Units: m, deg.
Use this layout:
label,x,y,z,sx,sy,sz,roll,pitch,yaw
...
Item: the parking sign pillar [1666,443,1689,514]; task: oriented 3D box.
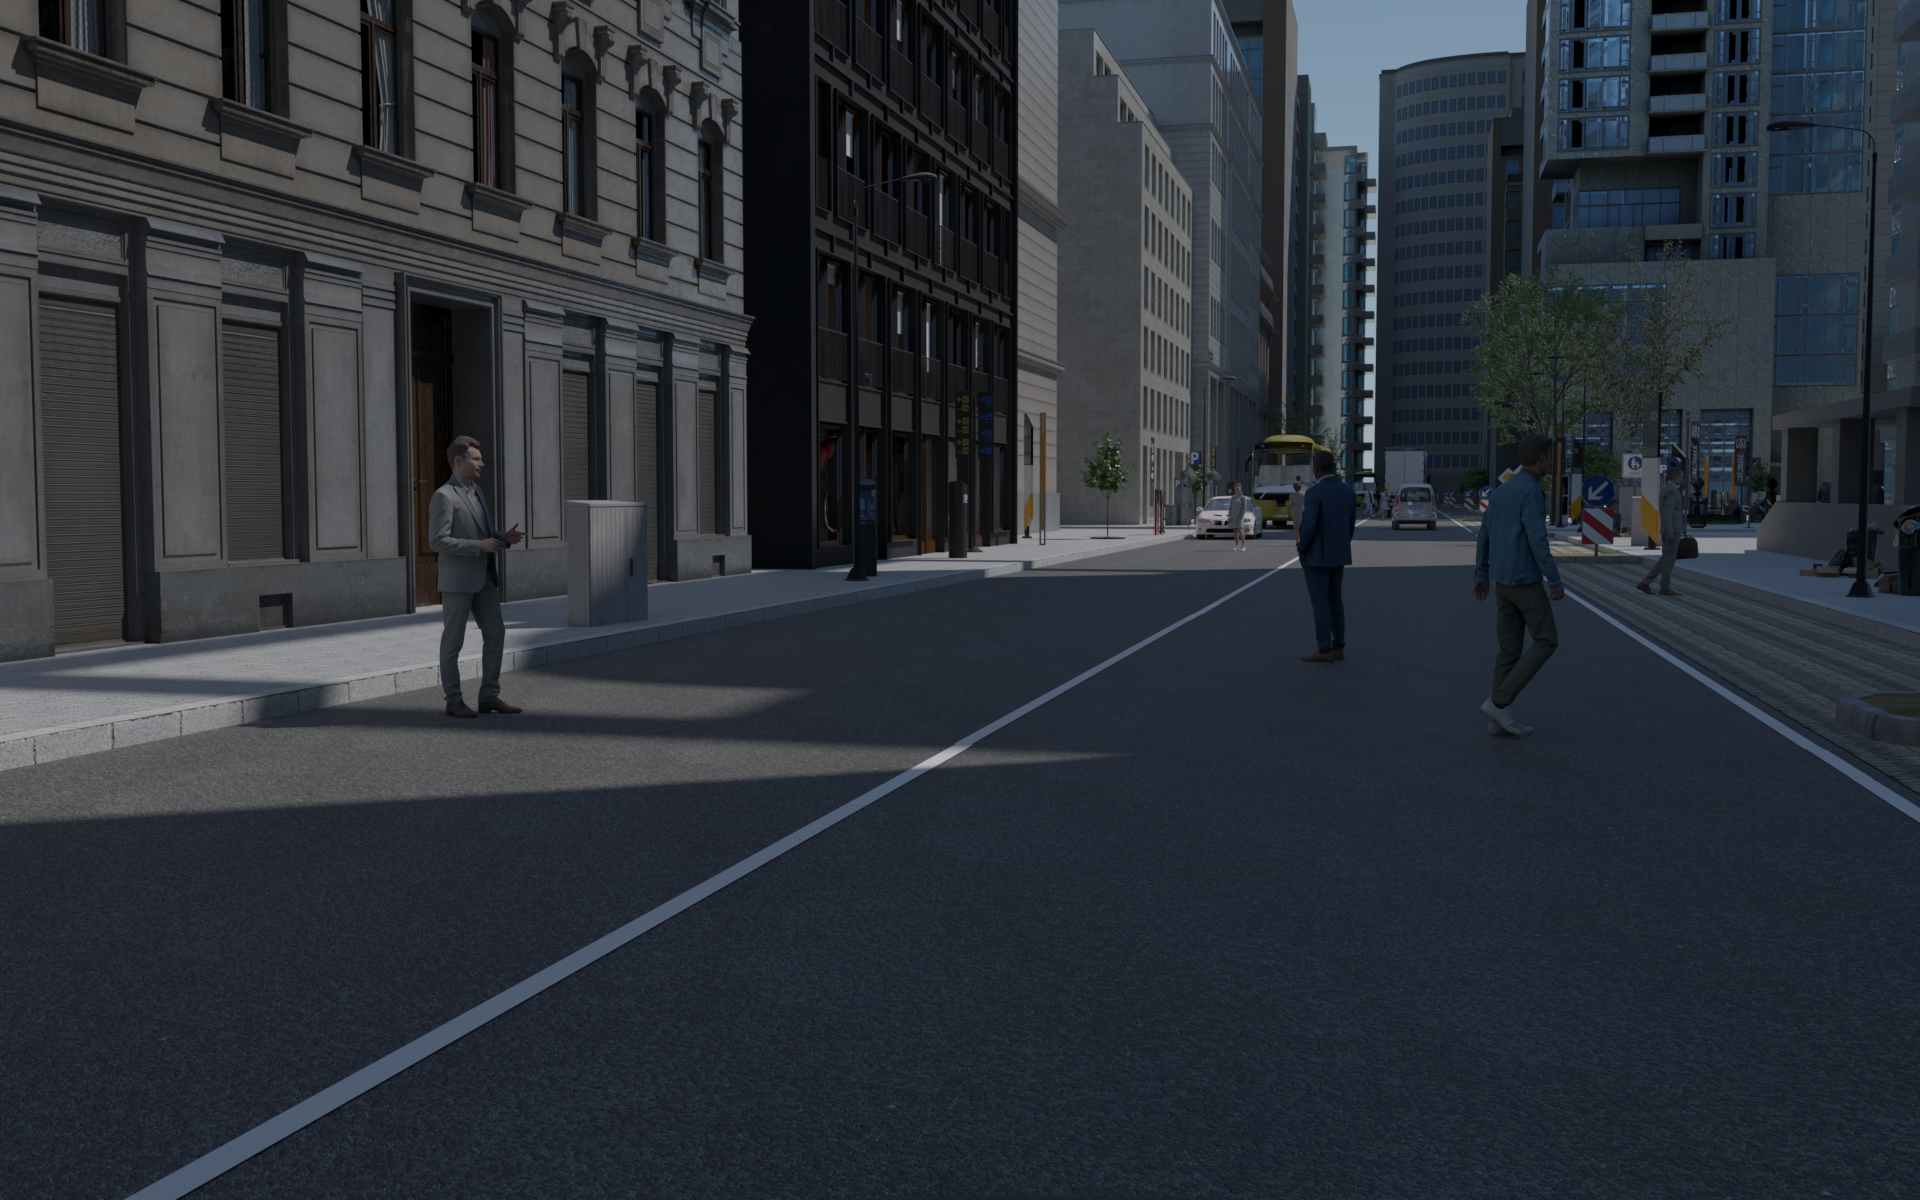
label,x,y,z,sx,sy,sz,roll,pitch,yaw
parking sign pillar,37.468,-6.238,90.456,1.447,3.967,1.447,-1,4,-13

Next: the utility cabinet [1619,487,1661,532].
label,x,y,z,sx,sy,sz,roll,pitch,yaw
utility cabinet,21.296,-2.790,54.292,1.173,1.500,0.318,0,4,1

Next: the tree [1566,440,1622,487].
label,x,y,z,sx,sy,sz,roll,pitch,yaw
tree,38.609,-7.419,105.022,4.285,4.588,4.351,0,3,0

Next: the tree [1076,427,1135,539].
label,x,y,z,sx,sy,sz,roll,pitch,yaw
tree,4.326,-3.359,49.521,1.663,3.219,1.824,0,3,0

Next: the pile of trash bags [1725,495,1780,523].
label,x,y,z,sx,sy,sz,roll,pitch,yaw
pile of trash bags,35.815,-4.133,77.324,1.912,1.369,3.447,-3,5,-40

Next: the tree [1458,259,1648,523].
label,x,y,z,sx,sy,sz,roll,pitch,yaw
tree,26.656,-9.310,77.971,9.928,11.665,9.643,0,3,0

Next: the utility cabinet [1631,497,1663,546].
label,x,y,z,sx,sy,sz,roll,pitch,yaw
utility cabinet,17.129,-1.932,42.755,1.020,1.237,0.306,2,4,25

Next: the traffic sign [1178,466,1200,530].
label,x,y,z,sx,sy,sz,roll,pitch,yaw
traffic sign,8.085,-3.524,61.267,0.795,2.450,0.064,1,4,15

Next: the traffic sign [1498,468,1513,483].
label,x,y,z,sx,sy,sz,roll,pitch,yaw
traffic sign,20.929,-3.824,66.159,0.795,2.450,0.064,1,4,15

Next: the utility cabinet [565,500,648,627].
label,x,y,z,sx,sy,sz,roll,pitch,yaw
utility cabinet,-3.487,-0.369,17.191,0.306,1.237,1.020,1,4,22

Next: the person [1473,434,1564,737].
label,x,y,z,sx,sy,sz,roll,pitch,yaw
person,3.272,-0.084,10.215,0.444,1.785,0.601,0,4,-6

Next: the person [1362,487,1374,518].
label,x,y,z,sx,sy,sz,roll,pitch,yaw
person,24.065,-5.734,102.132,0.514,1.842,0.818,-3,5,-42

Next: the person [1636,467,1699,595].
label,x,y,z,sx,sy,sz,roll,pitch,yaw
person,10.002,-0.963,24.365,0.853,1.813,0.709,1,4,9

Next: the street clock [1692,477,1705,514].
label,x,y,z,sx,sy,sz,roll,pitch,yaw
street clock,34.529,-4.676,81.015,0.358,2.002,0.471,-3,5,-43

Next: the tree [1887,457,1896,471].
label,x,y,z,sx,sy,sz,roll,pitch,yaw
tree,26.573,-3.231,47.421,1.663,3.219,1.824,0,3,0

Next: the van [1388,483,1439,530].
label,x,y,z,sx,sy,sz,roll,pitch,yaw
van,18.302,-3.844,69.868,2.013,2.044,4.112,1,4,13

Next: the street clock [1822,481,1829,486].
label,x,y,z,sx,sy,sz,roll,pitch,yaw
street clock,47.431,-5.525,94.900,0.358,2.002,0.471,1,4,10

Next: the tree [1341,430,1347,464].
label,x,y,z,sx,sy,sz,roll,pitch,yaw
tree,38.704,-14.165,181.966,4.737,8.622,4.395,0,3,0

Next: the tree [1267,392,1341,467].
label,x,y,z,sx,sy,sz,roll,pitch,yaw
tree,24.136,-10.620,123.992,4.737,8.622,4.395,0,3,0

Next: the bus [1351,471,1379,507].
label,x,y,z,sx,sy,sz,roll,pitch,yaw
bus,44.481,-12.143,190.076,2.896,3.916,12.252,1,4,14

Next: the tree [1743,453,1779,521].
label,x,y,z,sx,sy,sz,roll,pitch,yaw
tree,37.381,-5.303,81.309,1.663,3.219,1.824,0,3,0

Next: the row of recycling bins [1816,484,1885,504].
label,x,y,z,sx,sy,sz,roll,pitch,yaw
row of recycling bins,37.175,-4.043,73.221,3.534,1.692,1.069,0,4,7

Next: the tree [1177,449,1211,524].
label,x,y,z,sx,sy,sz,roll,pitch,yaw
tree,10.093,-4.918,75.011,1.663,3.219,1.824,0,3,0

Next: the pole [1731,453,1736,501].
label,x,y,z,sx,sy,sz,roll,pitch,yaw
pole,38.662,-5.669,86.534,0.158,3.312,0.155,0,3,0

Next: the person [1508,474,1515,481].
label,x,y,z,sx,sy,sz,roll,pitch,yaw
person,11.194,-1.626,34.959,0.514,1.842,0.818,-2,4,-28

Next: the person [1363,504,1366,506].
label,x,y,z,sx,sy,sz,roll,pitch,yaw
person,47.756,-11.910,204.171,0.436,1.711,0.756,-1,4,-17

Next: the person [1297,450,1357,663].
label,x,y,z,sx,sy,sz,roll,pitch,yaw
person,3.142,-0.374,14.799,0.721,1.800,0.419,-3,5,-42

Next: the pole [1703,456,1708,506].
label,x,y,z,sx,sy,sz,roll,pitch,yaw
pole,40.401,-6.117,93.863,0.158,3.312,0.155,0,3,0

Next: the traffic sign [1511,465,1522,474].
label,x,y,z,sx,sy,sz,roll,pitch,yaw
traffic sign,18.913,-3.351,58.432,0.795,2.450,0.064,1,4,15

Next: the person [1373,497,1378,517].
label,x,y,z,sx,sy,sz,roll,pitch,yaw
person,25.828,-5.774,107.594,0.332,1.250,0.352,-1,4,-13

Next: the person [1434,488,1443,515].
label,x,y,z,sx,sy,sz,roll,pitch,yaw
person,32.061,-6.608,116.517,0.794,1.824,0.713,-1,4,-23

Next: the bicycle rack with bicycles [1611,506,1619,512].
label,x,y,z,sx,sy,sz,roll,pitch,yaw
bicycle rack with bicycles,36.842,-4.912,93.686,2.852,0.926,2.925,0,4,-4

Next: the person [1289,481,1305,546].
label,x,y,z,sx,sy,sz,roll,pitch,yaw
person,9.406,-2.376,47.700,0.716,1.782,0.532,0,4,4

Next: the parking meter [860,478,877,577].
label,x,y,z,sx,sy,sz,roll,pitch,yaw
parking meter,-1.480,-1.137,27.005,0.372,1.533,0.369,0,3,0

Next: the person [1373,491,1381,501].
label,x,y,z,sx,sy,sz,roll,pitch,yaw
person,38.676,-9.287,161.064,1.217,1.735,0.721,-2,4,-27

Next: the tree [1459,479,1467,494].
label,x,y,z,sx,sy,sz,roll,pitch,yaw
tree,58.090,-12.572,200.145,1.663,3.219,1.824,0,3,0

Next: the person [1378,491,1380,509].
label,x,y,z,sx,sy,sz,roll,pitch,yaw
person,39.347,-9.376,162.620,0.721,1.723,1.217,0,4,-5

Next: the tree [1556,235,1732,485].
label,x,y,z,sx,sy,sz,roll,pitch,yaw
tree,19.474,-6.042,49.148,4.360,8.622,3.978,0,3,0

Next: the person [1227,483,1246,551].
label,x,y,z,sx,sy,sz,roll,pitch,yaw
person,7.017,-2.092,43.712,0.512,1.701,0.522,2,4,32

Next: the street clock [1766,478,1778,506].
label,x,y,z,sx,sy,sz,roll,pitch,yaw
street clock,37.209,-4.579,79.438,0.471,2.002,0.358,-1,4,-9

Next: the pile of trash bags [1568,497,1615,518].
label,x,y,z,sx,sy,sz,roll,pitch,yaw
pile of trash bags,33.702,-5.121,93.474,1.912,1.369,3.447,0,4,5

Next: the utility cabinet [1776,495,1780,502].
label,x,y,z,sx,sy,sz,roll,pitch,yaw
utility cabinet,44.643,-5.117,94.819,0.306,1.237,1.020,-3,5,-39

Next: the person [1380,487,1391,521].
label,x,y,z,sx,sy,sz,roll,pitch,yaw
person,22.546,-5.088,91.776,0.616,1.811,0.778,1,4,18

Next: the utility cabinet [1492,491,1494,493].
label,x,y,z,sx,sy,sz,roll,pitch,yaw
utility cabinet,36.222,-6.640,117.235,0.318,1.500,1.173,0,4,0

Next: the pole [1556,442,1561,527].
label,x,y,z,sx,sy,sz,roll,pitch,yaw
pole,23.609,-4.547,68.182,0.158,3.312,0.155,0,3,0

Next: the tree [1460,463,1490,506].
label,x,y,z,sx,sy,sz,roll,pitch,yaw
tree,54.919,-12.262,184.199,4.285,4.588,4.351,0,3,0

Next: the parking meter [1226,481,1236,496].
label,x,y,z,sx,sy,sz,roll,pitch,yaw
parking meter,12.224,-4.423,78.030,0.399,1.863,0.255,3,5,42

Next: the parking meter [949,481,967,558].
label,x,y,z,sx,sy,sz,roll,pitch,yaw
parking meter,-0.042,-1.607,34.690,0.372,1.533,0.369,0,3,0

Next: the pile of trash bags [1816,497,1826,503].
label,x,y,z,sx,sy,sz,roll,pitch,yaw
pile of trash bags,49.742,-5.295,96.319,1.912,1.369,3.447,-3,5,-45

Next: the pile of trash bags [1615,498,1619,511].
label,x,y,z,sx,sy,sz,roll,pitch,yaw
pile of trash bags,36.607,-5.428,98.493,1.912,1.369,3.447,1,4,22

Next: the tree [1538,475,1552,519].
label,x,y,z,sx,sy,sz,roll,pitch,yaw
tree,30.129,-5.809,89.578,1.663,3.219,1.824,0,3,0

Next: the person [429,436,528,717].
label,x,y,z,sx,sy,sz,roll,pitch,yaw
person,-3.097,-0.149,11.142,0.583,1.804,0.606,1,4,11

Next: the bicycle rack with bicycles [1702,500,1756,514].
label,x,y,z,sx,sy,sz,roll,pitch,yaw
bicycle rack with bicycles,42.757,-5.111,96.943,2.925,0.926,2.852,0,4,1

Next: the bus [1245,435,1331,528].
label,x,y,z,sx,sy,sz,roll,pitch,yaw
bus,14.572,-5.141,75.606,2.896,3.916,12.252,1,4,16

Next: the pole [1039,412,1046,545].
label,x,y,z,sx,sy,sz,roll,pitch,yaw
pole,2.075,-3.028,43.357,0.158,3.312,0.155,0,3,0

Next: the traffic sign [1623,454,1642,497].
label,x,y,z,sx,sy,sz,roll,pitch,yaw
traffic sign,16.998,-2.539,43.648,0.606,2.300,0.079,1,4,19

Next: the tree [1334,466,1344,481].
label,x,y,z,sx,sy,sz,roll,pitch,yaw
tree,35.892,-11.372,169.653,4.285,4.588,4.351,0,3,0

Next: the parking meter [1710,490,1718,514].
label,x,y,z,sx,sy,sz,roll,pitch,yaw
parking meter,45.398,-5.863,104.265,0.372,1.533,0.369,0,3,0
